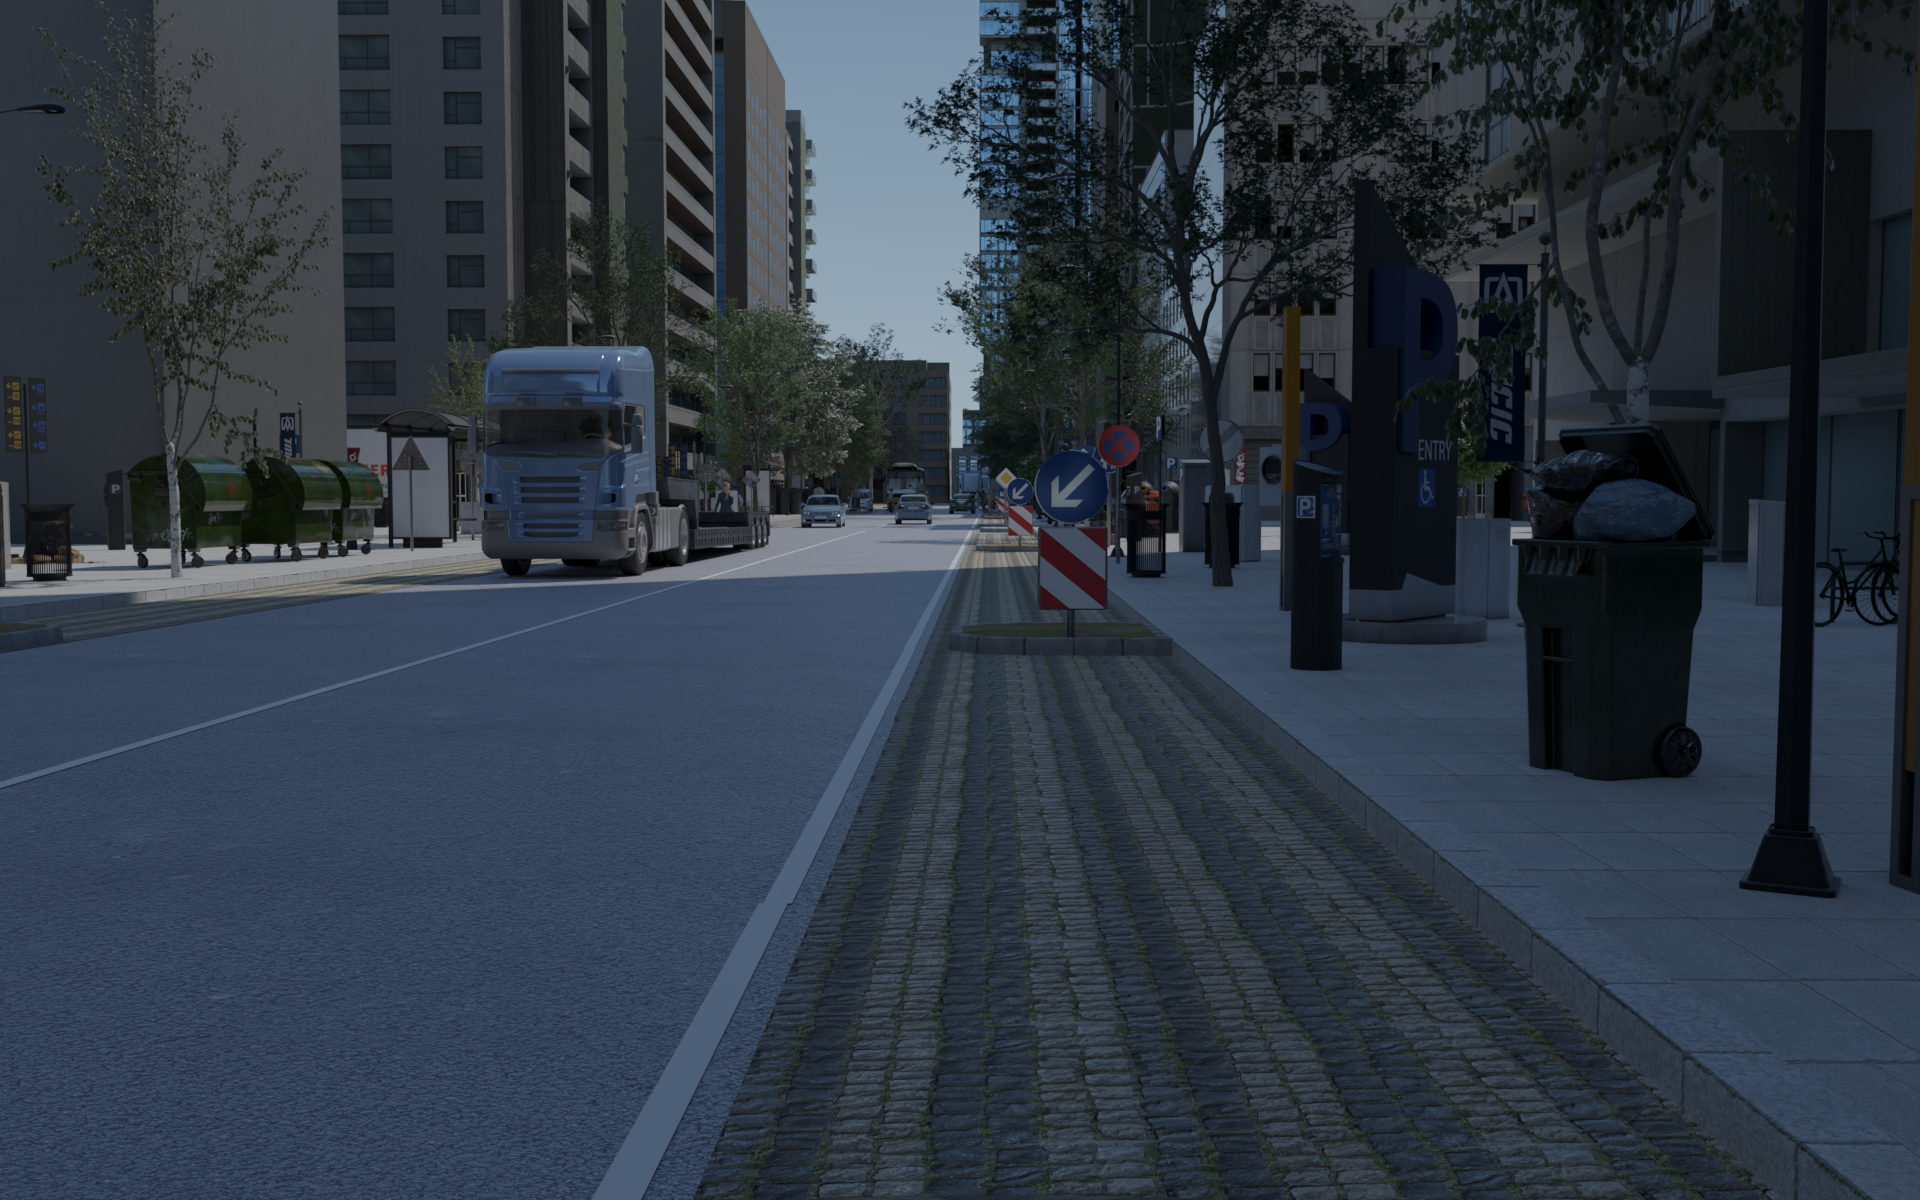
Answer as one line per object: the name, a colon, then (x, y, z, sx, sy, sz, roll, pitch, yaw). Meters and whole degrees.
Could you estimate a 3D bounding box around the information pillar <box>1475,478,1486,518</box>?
information pillar: (21.999, -4.202, 73.202, 0.304, 2.012, 0.304, 3, 5, 39)

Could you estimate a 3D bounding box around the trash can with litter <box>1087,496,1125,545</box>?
trash can with litter: (3.531, -1.954, 43.337, 0.624, 1.170, 1.055, 2, 4, 34)

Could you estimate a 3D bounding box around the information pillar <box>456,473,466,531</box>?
information pillar: (-17.267, -3.382, 59.788, 0.304, 2.012, 0.304, 2, 4, 26)

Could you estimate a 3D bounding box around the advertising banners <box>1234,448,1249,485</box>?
advertising banners: (9.927, -4.266, 65.944, 2.074, 3.025, 0.090, 0, 4, 4)

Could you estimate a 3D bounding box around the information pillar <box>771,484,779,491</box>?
information pillar: (-13.369, -7.297, 123.801, 0.304, 2.012, 0.304, -3, 5, -44)

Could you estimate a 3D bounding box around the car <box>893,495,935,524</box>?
car: (-2.207, -4.348, 83.085, 2.014, 1.417, 4.499, 0, 4, 0)

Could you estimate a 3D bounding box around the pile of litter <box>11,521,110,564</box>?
pile of litter: (-16.800, -1.108, 32.080, 1.719, 0.858, 1.176, 0, 4, 4)

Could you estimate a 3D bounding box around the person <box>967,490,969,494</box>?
person: (0.852, -10.201, 175.271, 0.705, 1.826, 1.348, -2, 4, -30)

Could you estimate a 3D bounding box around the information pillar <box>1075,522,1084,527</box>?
information pillar: (3.242, -2.637, 47.606, 0.304, 2.012, 0.304, 3, 4, 38)

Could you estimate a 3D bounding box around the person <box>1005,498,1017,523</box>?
person: (2.545, -4.609, 84.205, 0.721, 1.781, 0.623, -3, 5, -42)

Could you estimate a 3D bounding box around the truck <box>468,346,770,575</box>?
truck: (-6.594, -2.916, 37.437, 2.967, 4.110, 18.799, 0, 4, 2)

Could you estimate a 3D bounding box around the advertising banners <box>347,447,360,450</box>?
advertising banners: (-23.516, -4.204, 64.919, 2.074, 3.025, 0.090, 0, 4, -7)

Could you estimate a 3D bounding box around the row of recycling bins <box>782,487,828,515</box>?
row of recycling bins: (-10.765, -6.822, 118.645, 1.069, 1.692, 3.534, 2, 4, 34)

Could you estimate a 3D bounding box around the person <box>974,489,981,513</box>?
person: (1.297, -7.398, 129.813, 0.624, 1.780, 0.694, 2, 4, 28)

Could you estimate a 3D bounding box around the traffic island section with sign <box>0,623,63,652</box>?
traffic island section with sign: (-9.627, -0.461, 16.162, 1.989, 1.847, 2.006, 0, 4, 1)

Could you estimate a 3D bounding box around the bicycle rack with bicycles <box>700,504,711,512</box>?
bicycle rack with bicycles: (-16.077, -6.461, 119.024, 2.925, 0.926, 2.852, 2, 4, 26)

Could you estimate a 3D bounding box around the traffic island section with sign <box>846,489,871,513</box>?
traffic island section with sign: (-7.648, -7.312, 128.172, 1.989, 1.847, 2.006, 0, 4, 1)

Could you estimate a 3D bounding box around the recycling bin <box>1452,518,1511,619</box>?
recycling bin: (5.203, -0.332, 17.979, 0.722, 1.027, 0.722, -2, 4, -31)

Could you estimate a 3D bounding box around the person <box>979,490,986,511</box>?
person: (1.926, -8.227, 143.259, 0.600, 1.795, 0.529, -2, 4, -31)

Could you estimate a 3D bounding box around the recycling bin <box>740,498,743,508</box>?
recycling bin: (-13.688, -5.667, 105.209, 0.722, 1.027, 0.722, 3, 5, 41)

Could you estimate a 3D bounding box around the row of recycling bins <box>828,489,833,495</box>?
row of recycling bins: (-11.432, -8.463, 145.486, 1.069, 1.692, 3.534, 1, 4, 10)

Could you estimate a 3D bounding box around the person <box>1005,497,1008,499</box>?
person: (3.409, -7.442, 130.448, 0.793, 1.790, 0.793, 0, 4, -3)

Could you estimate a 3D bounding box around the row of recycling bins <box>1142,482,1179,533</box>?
row of recycling bins: (7.225, -3.053, 57.029, 3.534, 1.692, 1.069, 2, 4, 33)

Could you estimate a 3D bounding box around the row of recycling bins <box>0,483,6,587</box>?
row of recycling bins: (-14.931, -1.006, 23.566, 3.534, 1.692, 1.069, -1, 4, -11)

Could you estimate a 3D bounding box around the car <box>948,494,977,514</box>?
car: (0.169, -6.947, 125.380, 2.131, 1.459, 4.920, 0, 4, 2)

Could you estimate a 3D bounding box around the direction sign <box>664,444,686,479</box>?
direction sign: (-12.667, -5.248, 77.797, 0.876, 3.537, 0.379, 0, 4, 5)

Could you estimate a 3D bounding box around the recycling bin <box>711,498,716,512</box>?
recycling bin: (-16.334, -6.390, 117.028, 0.722, 1.027, 0.722, 2, 4, 31)

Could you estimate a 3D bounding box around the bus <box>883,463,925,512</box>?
bus: (-4.363, -9.083, 140.057, 2.896, 3.916, 12.252, 0, 4, 2)

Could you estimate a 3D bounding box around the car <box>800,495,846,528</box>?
car: (-5.909, -3.864, 75.186, 2.014, 1.417, 4.499, 0, 4, -1)

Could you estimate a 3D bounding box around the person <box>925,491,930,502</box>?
person: (-3.379, -10.553, 181.496, 0.683, 1.767, 0.568, 0, 4, -3)

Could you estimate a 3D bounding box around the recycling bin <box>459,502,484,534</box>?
recycling bin: (-15.757, -2.649, 55.863, 0.722, 1.027, 0.722, -1, 4, -21)

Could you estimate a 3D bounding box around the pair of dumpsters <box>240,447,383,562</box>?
pair of dumpsters: (-13.023, -1.965, 34.618, 1.574, 2.255, 4.437, 0, 4, 1)

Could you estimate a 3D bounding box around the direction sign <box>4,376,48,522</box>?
direction sign: (-18.065, -2.542, 33.555, 0.379, 3.537, 0.876, 2, 4, 23)

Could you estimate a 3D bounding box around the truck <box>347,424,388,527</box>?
truck: (-26.534, -4.990, 70.506, 11.283, 4.237, 2.839, 0, 4, 3)

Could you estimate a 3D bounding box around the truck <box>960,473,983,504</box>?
truck: (1.360, -13.523, 210.856, 2.967, 4.110, 18.799, 0, 4, 1)

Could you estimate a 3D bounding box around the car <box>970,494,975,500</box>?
car: (0.982, -10.823, 186.749, 2.009, 1.686, 4.222, 0, 4, 3)

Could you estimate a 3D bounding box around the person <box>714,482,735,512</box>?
person: (-6.658, -2.441, 48.837, 0.534, 1.772, 0.576, 2, 4, 27)

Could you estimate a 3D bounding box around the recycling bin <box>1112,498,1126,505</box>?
recycling bin: (9.517, -5.585, 103.870, 0.722, 1.027, 0.722, -1, 4, -9)

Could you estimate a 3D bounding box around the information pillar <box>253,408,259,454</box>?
information pillar: (-19.062, -3.400, 46.950, 0.183, 3.616, 0.504, -1, 4, -16)

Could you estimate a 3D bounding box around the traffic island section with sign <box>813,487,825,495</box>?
traffic island section with sign: (-8.132, -5.602, 100.214, 1.989, 1.847, 2.006, 0, 4, 1)

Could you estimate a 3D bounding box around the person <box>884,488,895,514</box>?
person: (-5.062, -7.115, 124.676, 0.795, 1.843, 0.661, 0, 4, 4)

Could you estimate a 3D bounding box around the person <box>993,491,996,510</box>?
person: (3.119, -9.001, 156.602, 0.436, 1.711, 0.756, 0, 4, 7)

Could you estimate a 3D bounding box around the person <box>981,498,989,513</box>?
person: (1.849, -7.170, 131.222, 1.012, 1.151, 0.738, 2, 4, 34)

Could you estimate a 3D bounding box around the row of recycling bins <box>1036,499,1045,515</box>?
row of recycling bins: (5.845, -6.360, 111.101, 1.069, 1.692, 3.534, -1, 4, -20)

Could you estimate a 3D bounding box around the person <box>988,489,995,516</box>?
person: (1.995, -6.212, 110.404, 0.599, 1.781, 0.374, -2, 4, -30)

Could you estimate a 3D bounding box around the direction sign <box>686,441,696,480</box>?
direction sign: (-11.384, -5.030, 74.241, 0.379, 3.537, 0.876, 0, 4, -3)

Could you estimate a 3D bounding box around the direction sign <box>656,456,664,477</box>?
direction sign: (-17.823, -6.833, 103.720, 0.876, 3.537, 0.379, -3, 5, -44)

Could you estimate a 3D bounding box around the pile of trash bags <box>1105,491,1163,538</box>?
pile of trash bags: (5.127, -2.505, 50.702, 1.912, 1.369, 3.447, -1, 4, -16)

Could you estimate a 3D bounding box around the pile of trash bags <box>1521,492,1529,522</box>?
pile of trash bags: (27.566, -4.273, 79.614, 3.447, 1.369, 1.912, 1, 4, 10)

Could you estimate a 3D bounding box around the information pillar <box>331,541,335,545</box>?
information pillar: (-16.020, -2.406, 43.830, 0.304, 2.012, 0.304, 0, 4, -4)

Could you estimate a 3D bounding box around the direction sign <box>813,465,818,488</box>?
direction sign: (-10.435, -8.141, 125.099, 0.379, 3.537, 0.876, -2, 4, -31)

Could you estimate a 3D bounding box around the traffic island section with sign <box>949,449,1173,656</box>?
traffic island section with sign: (0.903, -0.463, 16.202, 1.989, 1.847, 2.006, 0, 4, 1)

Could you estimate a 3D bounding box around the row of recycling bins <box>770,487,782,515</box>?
row of recycling bins: (-12.867, -6.409, 111.906, 1.069, 1.692, 3.534, 1, 4, 17)
